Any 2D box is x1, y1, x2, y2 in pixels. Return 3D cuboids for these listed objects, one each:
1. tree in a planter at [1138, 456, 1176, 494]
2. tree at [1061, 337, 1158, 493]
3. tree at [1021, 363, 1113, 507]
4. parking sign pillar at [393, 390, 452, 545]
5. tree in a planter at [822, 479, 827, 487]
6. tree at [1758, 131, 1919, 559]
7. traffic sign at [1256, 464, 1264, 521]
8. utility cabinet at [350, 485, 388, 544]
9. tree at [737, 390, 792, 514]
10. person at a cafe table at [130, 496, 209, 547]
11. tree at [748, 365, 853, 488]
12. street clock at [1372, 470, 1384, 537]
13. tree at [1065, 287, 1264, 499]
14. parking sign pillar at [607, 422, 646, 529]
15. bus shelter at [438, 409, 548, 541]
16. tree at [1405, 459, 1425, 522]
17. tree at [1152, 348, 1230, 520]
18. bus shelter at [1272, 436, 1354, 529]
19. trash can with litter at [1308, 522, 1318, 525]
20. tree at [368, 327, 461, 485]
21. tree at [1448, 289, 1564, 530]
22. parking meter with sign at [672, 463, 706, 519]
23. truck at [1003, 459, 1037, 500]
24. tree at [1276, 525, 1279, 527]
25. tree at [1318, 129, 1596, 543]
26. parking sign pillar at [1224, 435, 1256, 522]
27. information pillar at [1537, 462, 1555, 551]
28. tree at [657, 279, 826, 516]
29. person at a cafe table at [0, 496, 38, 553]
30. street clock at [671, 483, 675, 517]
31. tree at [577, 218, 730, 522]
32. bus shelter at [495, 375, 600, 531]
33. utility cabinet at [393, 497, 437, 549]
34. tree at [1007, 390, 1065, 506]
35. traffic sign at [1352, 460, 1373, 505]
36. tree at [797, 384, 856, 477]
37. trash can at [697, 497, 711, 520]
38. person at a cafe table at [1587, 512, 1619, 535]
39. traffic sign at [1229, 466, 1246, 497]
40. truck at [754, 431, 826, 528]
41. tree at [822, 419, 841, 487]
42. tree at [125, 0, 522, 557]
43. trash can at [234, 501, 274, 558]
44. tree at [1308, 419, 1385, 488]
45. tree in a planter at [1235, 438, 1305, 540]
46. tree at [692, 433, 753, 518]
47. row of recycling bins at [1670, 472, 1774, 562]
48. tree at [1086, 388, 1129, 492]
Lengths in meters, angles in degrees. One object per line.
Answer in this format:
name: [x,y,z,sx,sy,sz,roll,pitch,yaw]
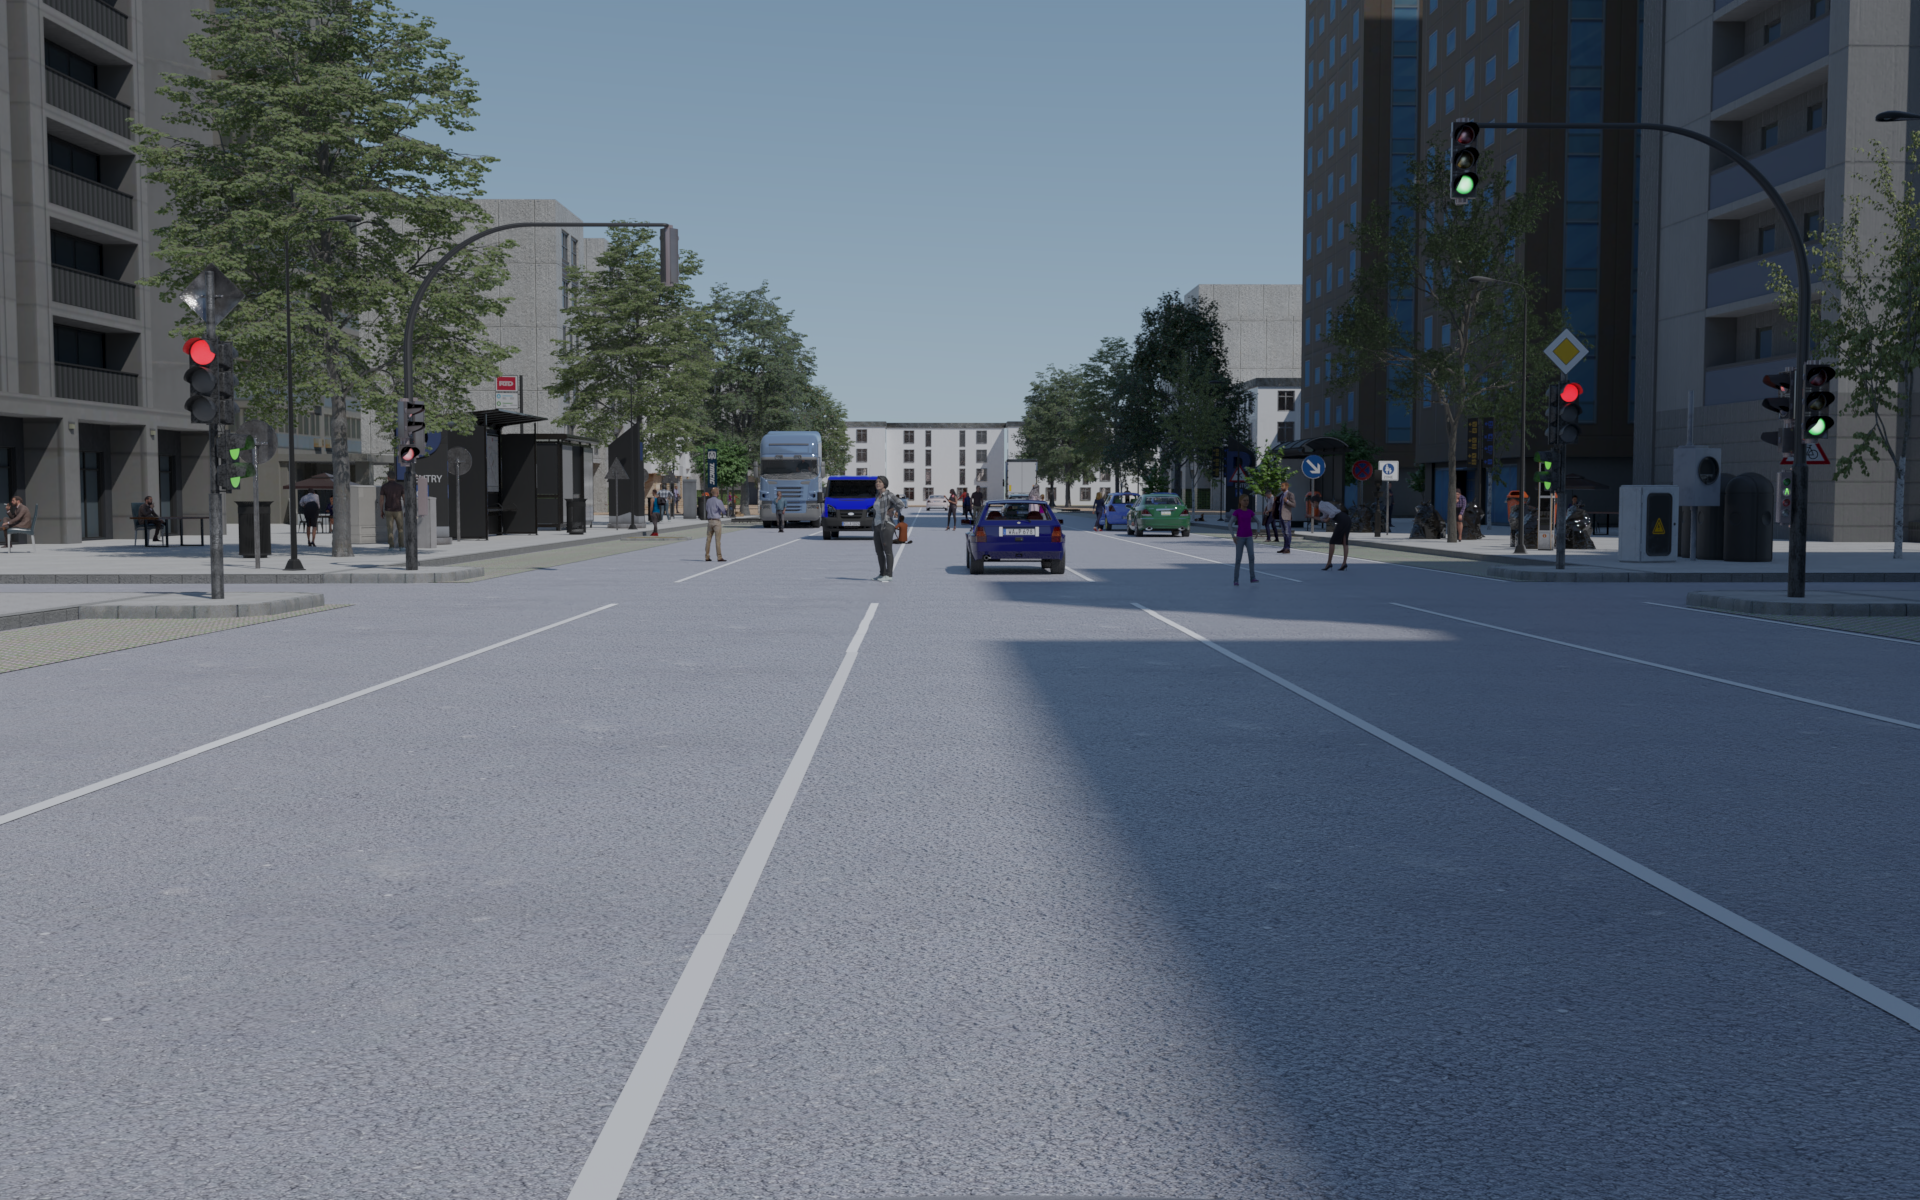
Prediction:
tree in a planter: [9.280,-5.183,81.965,1.991,3.239,1.994,0,4,-1]
tree: [11.147,-12.672,125.310,7.486,12.596,7.792,0,3,0]
tree: [10.609,-15.989,168.082,9.857,13.997,8.962,0,3,0]
parking sign pillar: [-13.651,-3.389,43.883,1.447,3.967,1.447,-1,4,-14]
tree in a planter: [-10.829,-8.175,130.890,1.991,3.239,1.994,0,4,-1]
tree: [18.510,-5.138,34.377,4.737,8.622,4.395,0,3,0]
traffic sign: [12.555,-4.379,71.700,0.768,2.556,0.104,0,4,5]
utility cabinet: [-15.172,-2.195,44.569,0.318,1.500,1.173,1,4,21]
tree: [-13.010,-9.991,113.722,4.360,8.622,3.978,0,3,0]
person at a cafe table: [-19.496,-1.928,42.386,1.726,1.238,1.698,2,4,25]
tree: [-14.355,-14.052,146.750,9.611,12.733,9.660,0,3,0]
street clock: [12.457,-2.877,51.614,0.358,2.002,0.471,1,4,14]
tree: [12.224,-10.965,96.283,9.611,12.733,9.660,0,3,0]
parking sign pillar: [-12.505,-4.672,64.866,1.447,3.967,1.447,1,4,20]
bus shelter: [-13.581,-3.635,50.719,1.731,3.624,6.357,0,4,-1]
tree: [21.665,-5.294,81.155,1.663,3.219,1.824,0,3,0]
tree: [11.715,-8.347,86.843,4.737,8.622,4.395,0,3,0]
bus shelter: [12.757,-4.254,63.469,2.014,3.302,5.546,0,4,-1]
trash can with litter: [14.554,-3.685,71.641,0.624,1.170,1.055,0,4,4]
tree: [-23.017,-7.467,72.441,4.360,8.622,3.978,0,3,0]
tree: [19.211,-6.817,61.824,4.737,8.622,4.395,0,3,0]
parking meter with sign: [-13.878,-5.672,89.002,1.738,3.016,0.543,0,4,-6]
truck: [5.013,-9.484,143.976,2.839,4.237,11.283,0,4,1]
tree: [12.834,-4.472,67.712,1.663,3.219,1.824,0,3,0]
tree: [12.672,-6.781,45.281,7.601,10.594,8.767,-2,4,-26]
parking sign pillar: [12.749,-5.515,78.648,1.447,3.967,1.447,2,4,31]
information pillar: [13.295,-2.126,39.254,0.304,2.012,0.304,2,4,31]
tree: [-12.839,-11.947,101.992,9.857,13.997,8.962,0,3,0]
person at a cafe table: [-20.876,-1.624,37.411,1.726,1.238,1.698,-2,4,-27]
street clock: [-16.135,-5.661,97.134,0.358,2.002,0.471,-1,4,-14]
tree: [-13.490,-9.428,72.269,7.486,12.596,7.792,0,3,0]
bus shelter: [-14.631,-5.108,61.148,2.179,5.291,8.768,0,4,-1]
utility cabinet: [-12.924,-1.827,41.026,1.020,1.237,0.306,1,4,14]
tree: [9.618,-16.126,180.670,9.611,12.733,9.660,0,3,0]
traffic sign: [15.055,-3.961,64.876,0.768,2.556,0.104,0,4,6]
tree: [-14.358,-15.983,179.441,7.486,12.596,7.792,0,3,0]
trash can: [-12.760,-4.566,86.308,0.748,1.137,0.748,0,3,0]
person at a cafe table: [20.613,-2.630,53.863,1.726,1.238,1.698,-3,4,-36]
traffic sign: [12.102,-4.596,75.141,0.884,2.594,0.081,0,4,1]
truck: [-7.259,-5.523,80.065,2.967,4.110,18.799,0,4,-1]
tree: [-13.611,-13.025,163.313,4.737,8.622,4.395,0,3,0]
tree: [-13.071,-7.154,35.089,7.486,12.596,7.792,0,3,0]
trash can: [-14.141,-1.411,34.722,0.748,1.137,0.748,0,3,0]
tree: [16.715,-5.630,75.765,4.285,4.588,4.351,0,3,0]
tree in a planter: [9.791,-3.535,55.026,1.991,3.239,1.994,0,4,-1]
tree: [-12.643,-6.650,92.447,4.285,4.588,4.351,0,3,0]
row of recycling bins: [14.958,-1.660,34.250,1.069,1.692,3.534,0,4,0]
tree: [10.787,-10.228,117.591,4.360,8.622,3.978,0,3,0]
